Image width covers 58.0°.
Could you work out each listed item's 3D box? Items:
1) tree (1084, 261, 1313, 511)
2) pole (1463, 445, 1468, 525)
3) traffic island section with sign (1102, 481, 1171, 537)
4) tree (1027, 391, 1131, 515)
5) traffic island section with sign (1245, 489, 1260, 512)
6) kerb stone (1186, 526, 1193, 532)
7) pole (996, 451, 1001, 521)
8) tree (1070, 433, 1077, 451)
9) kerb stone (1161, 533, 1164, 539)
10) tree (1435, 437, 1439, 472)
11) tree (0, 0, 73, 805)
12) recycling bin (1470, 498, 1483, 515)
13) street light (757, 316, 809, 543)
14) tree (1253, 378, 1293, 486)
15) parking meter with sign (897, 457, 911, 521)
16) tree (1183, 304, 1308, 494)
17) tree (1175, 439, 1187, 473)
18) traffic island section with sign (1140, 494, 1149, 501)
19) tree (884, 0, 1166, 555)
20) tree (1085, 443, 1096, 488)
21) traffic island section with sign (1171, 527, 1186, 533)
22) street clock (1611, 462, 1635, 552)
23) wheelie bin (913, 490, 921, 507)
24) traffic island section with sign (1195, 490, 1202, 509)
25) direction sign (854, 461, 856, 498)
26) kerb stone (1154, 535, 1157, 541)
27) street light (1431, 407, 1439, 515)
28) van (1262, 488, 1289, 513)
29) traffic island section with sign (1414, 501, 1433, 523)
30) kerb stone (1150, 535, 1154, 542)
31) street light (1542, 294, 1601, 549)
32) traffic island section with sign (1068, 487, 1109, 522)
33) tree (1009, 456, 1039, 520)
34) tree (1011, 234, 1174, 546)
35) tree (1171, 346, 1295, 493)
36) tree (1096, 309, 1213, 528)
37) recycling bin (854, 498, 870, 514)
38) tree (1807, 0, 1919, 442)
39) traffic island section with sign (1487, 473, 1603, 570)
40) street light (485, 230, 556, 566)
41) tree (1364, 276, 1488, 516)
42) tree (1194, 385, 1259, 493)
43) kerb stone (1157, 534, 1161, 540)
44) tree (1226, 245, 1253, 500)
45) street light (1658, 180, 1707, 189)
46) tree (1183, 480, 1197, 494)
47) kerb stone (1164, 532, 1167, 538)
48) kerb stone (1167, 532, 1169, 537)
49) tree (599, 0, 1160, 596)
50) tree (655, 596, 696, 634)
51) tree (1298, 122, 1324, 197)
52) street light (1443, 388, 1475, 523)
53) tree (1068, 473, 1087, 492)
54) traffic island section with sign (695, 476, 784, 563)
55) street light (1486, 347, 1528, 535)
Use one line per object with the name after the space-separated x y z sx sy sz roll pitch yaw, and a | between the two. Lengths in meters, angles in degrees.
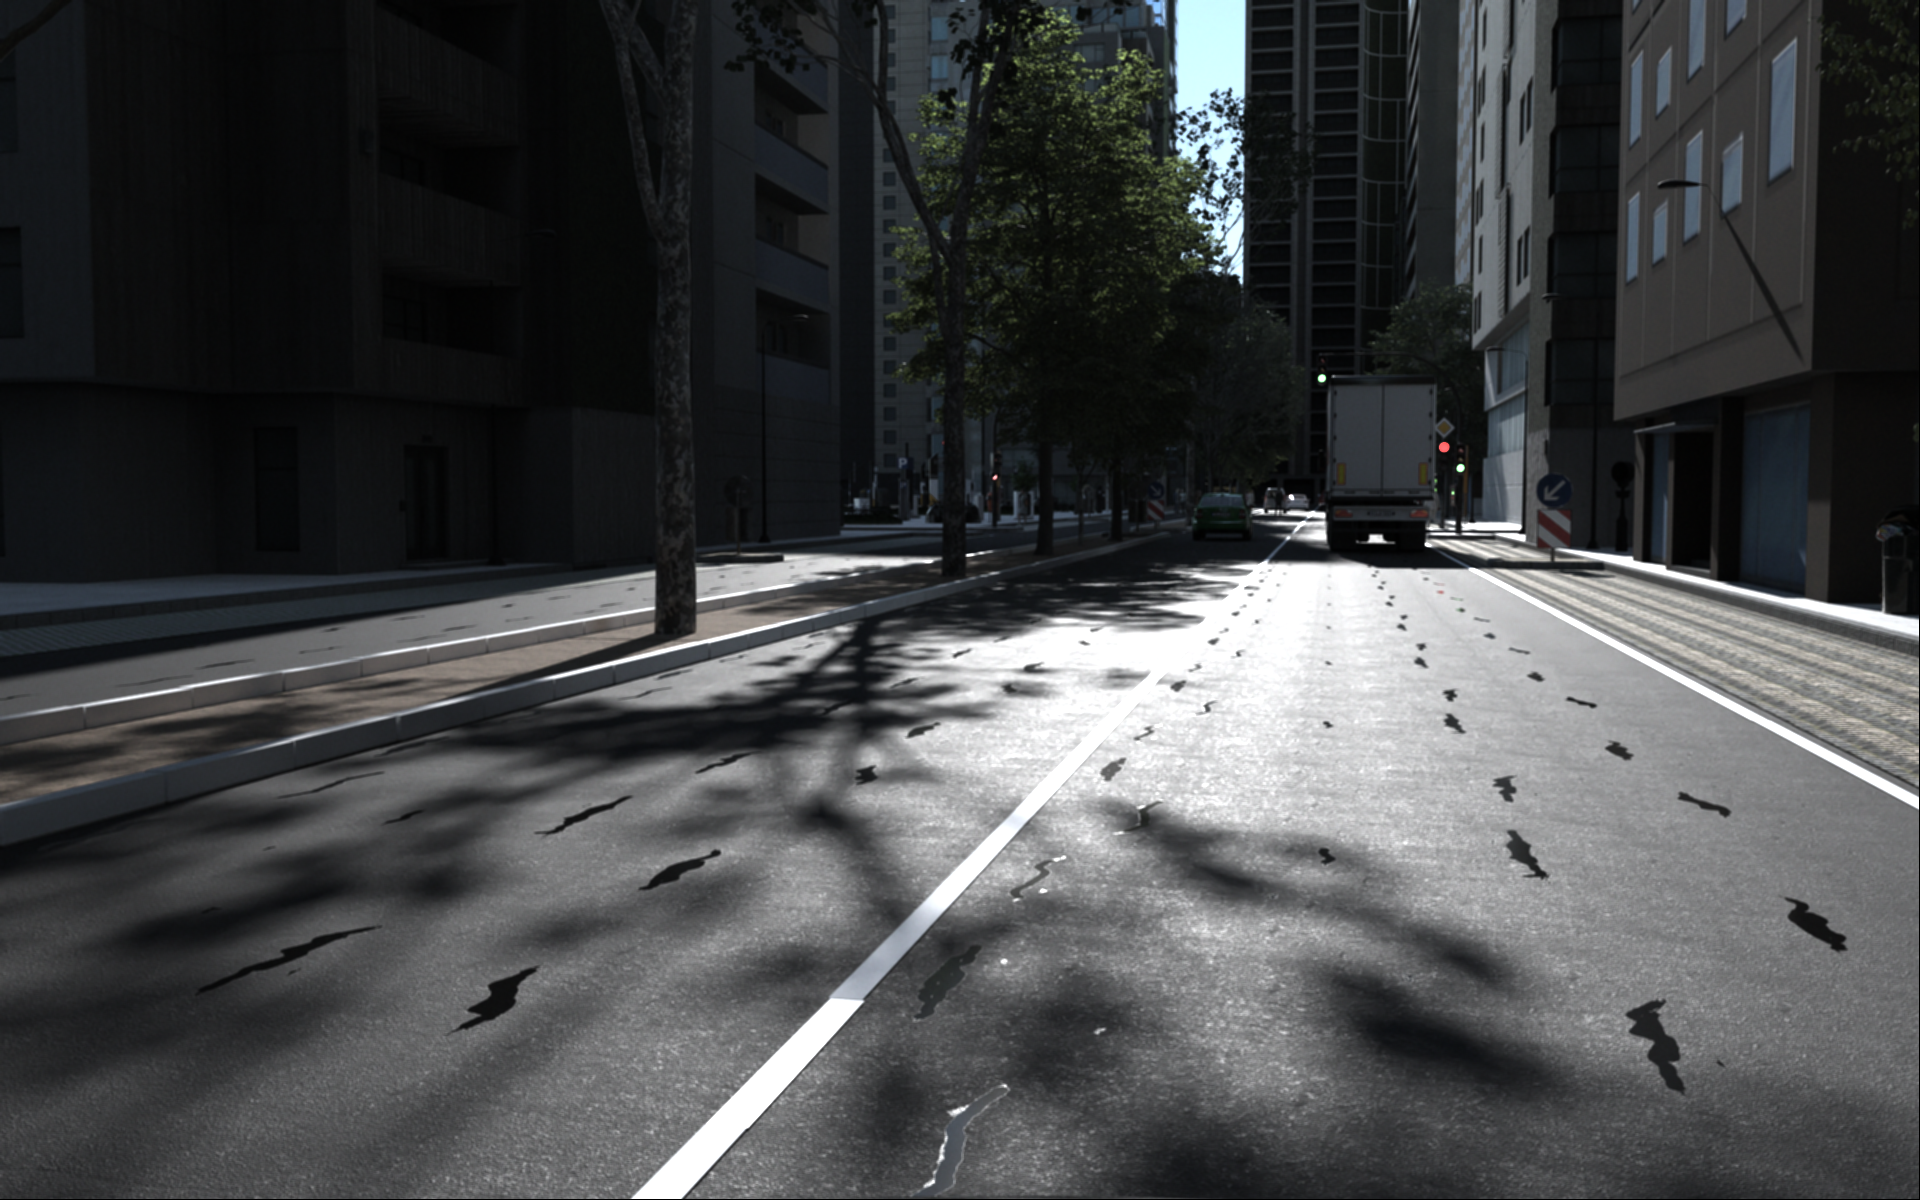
13.029 -10.803 89.460 12.009 13.543 11.850 0 3 0 | tree
21.132 -4.804 72.391 0.158 3.312 0.155 0 3 0 | pole
5.862 -3.039 57.827 2.006 1.907 1.989 1 4 12 | traffic island section with sign
7.568 -10.591 107.582 7.601 10.594 8.767 1 4 9 | tree
23.124 -7.977 138.554 2.006 1.907 1.989 1 4 12 | traffic island section with sign
8.923 -2.753 67.209 0.120 0.150 1.000 1 4 12 | kerb stone
1.814 -5.366 81.576 0.158 3.312 0.155 0 3 0 | pole
12.600 -13.583 132.452 12.009 13.543 11.850 0 3 0 | tree
6.234 -1.984 54.641 0.120 0.150 1.000 1 4 12 | kerb stone
35.209 -11.063 131.242 4.360 8.622 3.978 0 3 0 | tree
-4.732 -4.823 7.063 9.928 11.665 9.643 0 3 0 | tree
31.770 -5.736 106.337 0.722 1.027 0.722 0 4 6 | recycling bin
-4.620 -4.450 45.306 1.470 5.913 1.316 1 4 12 | street light
20.283 -12.462 124.345 7.486 12.596 7.792 0 3 0 | tree
-2.658 -5.311 83.098 0.543 3.016 1.738 0 4 4 | parking meter with sign
18.683 -12.635 115.691 9.857 13.997 8.962 0 3 0 | tree
25.077 -14.503 187.485 4.737 8.622 4.395 0 3 0 | tree
12.574 -6.675 117.768 1.989 1.847 2.006 1 4 12 | traffic island section with sign
1.969 -7.337 40.541 7.486 12.596 7.792 0 3 0 | tree
10.339 -10.615 123.911 4.360 8.622 3.978 0 3 0 | tree
7.420 -3.482 65.069 2.006 1.907 1.989 1 4 12 | traffic island section with sign
14.777 -2.083 38.630 0.358 2.002 0.471 -2 4 -31 | street clock
-3.597 -7.860 136.424 0.980 1.594 0.693 0 4 -7 | wheelie bin
22.921 -9.636 166.170 1.989 1.847 2.006 1 4 12 | traffic island section with sign
-7.327 -7.857 120.459 0.379 3.537 0.876 -1 4 -10 | direction sign
5.808 -1.858 52.637 0.120 0.150 1.000 1 4 12 | kerb stone
25.151 -7.258 91.207 1.470 5.913 1.316 1 4 12 | street light
23.704 -7.528 130.098 2.013 2.044 4.112 1 4 11 | van
22.851 -4.826 87.535 1.989 1.847 2.006 1 4 12 | traffic island section with sign
5.591 -1.801 51.638 0.120 0.150 1.000 1 4 12 | kerb stone
14.213 -4.142 40.271 1.470 5.913 1.316 1 4 12 | street light
6.789 -5.021 90.722 1.989 1.847 2.006 1 4 12 | traffic island section with sign
3.107 -5.649 86.967 1.663 3.219 1.824 0 3 0 | tree
3.286 -5.743 46.720 4.737 8.622 4.395 0 3 0 | tree
15.523 -10.100 102.003 8.767 10.594 7.601 1 4 12 | tree
7.581 -6.924 66.022 4.360 8.622 3.978 0 3 0 | tree
-5.902 -5.595 104.037 0.722 1.027 0.722 -2 4 -33 | recycling bin
9.763 -3.927 14.563 4.737 8.622 4.395 0 3 0 | tree
11.312 -1.527 33.595 1.989 1.847 2.006 1 4 12 | traffic island section with sign
-7.777 -3.557 30.701 1.470 5.913 1.316 1 4 12 | street light
28.066 -11.772 99.121 9.857 13.997 8.962 0 3 0 | tree
16.962 -9.501 108.154 4.737 8.622 4.395 0 3 0 | tree
6.023 -1.923 53.636 0.120 0.150 1.000 1 4 12 | kerb stone
4.713 -8.077 52.635 7.486 12.596 7.792 0 3 0 | tree
11.016 -3.250 25.674 1.470 5.913 1.316 1 4 12 | street light
25.437 -12.156 193.350 1.663 3.219 1.824 0 3 0 | tree
6.449 -2.046 55.643 0.120 0.150 1.000 1 4 12 | kerb stone
6.660 -2.107 56.643 0.120 0.150 1.000 1 4 12 | kerb stone
-1.115 -10.536 30.608 12.611 20.169 13.585 0 3 0 | tree
-3.925 -9.779 18.234 12.611 20.169 13.585 0 3 0 | tree
9.055 -13.330 76.292 12.611 20.169 13.585 0 3 0 | tree
21.998 -6.337 76.154 1.470 5.913 1.316 1 4 12 | street light
9.698 -8.928 140.574 1.663 3.219 1.824 0 3 0 | tree
-4.809 -1.705 36.505 1.989 1.847 2.006 1 4 12 | traffic island section with sign
17.348 -5.036 54.880 1.470 5.913 1.316 1 4 12 | street light
